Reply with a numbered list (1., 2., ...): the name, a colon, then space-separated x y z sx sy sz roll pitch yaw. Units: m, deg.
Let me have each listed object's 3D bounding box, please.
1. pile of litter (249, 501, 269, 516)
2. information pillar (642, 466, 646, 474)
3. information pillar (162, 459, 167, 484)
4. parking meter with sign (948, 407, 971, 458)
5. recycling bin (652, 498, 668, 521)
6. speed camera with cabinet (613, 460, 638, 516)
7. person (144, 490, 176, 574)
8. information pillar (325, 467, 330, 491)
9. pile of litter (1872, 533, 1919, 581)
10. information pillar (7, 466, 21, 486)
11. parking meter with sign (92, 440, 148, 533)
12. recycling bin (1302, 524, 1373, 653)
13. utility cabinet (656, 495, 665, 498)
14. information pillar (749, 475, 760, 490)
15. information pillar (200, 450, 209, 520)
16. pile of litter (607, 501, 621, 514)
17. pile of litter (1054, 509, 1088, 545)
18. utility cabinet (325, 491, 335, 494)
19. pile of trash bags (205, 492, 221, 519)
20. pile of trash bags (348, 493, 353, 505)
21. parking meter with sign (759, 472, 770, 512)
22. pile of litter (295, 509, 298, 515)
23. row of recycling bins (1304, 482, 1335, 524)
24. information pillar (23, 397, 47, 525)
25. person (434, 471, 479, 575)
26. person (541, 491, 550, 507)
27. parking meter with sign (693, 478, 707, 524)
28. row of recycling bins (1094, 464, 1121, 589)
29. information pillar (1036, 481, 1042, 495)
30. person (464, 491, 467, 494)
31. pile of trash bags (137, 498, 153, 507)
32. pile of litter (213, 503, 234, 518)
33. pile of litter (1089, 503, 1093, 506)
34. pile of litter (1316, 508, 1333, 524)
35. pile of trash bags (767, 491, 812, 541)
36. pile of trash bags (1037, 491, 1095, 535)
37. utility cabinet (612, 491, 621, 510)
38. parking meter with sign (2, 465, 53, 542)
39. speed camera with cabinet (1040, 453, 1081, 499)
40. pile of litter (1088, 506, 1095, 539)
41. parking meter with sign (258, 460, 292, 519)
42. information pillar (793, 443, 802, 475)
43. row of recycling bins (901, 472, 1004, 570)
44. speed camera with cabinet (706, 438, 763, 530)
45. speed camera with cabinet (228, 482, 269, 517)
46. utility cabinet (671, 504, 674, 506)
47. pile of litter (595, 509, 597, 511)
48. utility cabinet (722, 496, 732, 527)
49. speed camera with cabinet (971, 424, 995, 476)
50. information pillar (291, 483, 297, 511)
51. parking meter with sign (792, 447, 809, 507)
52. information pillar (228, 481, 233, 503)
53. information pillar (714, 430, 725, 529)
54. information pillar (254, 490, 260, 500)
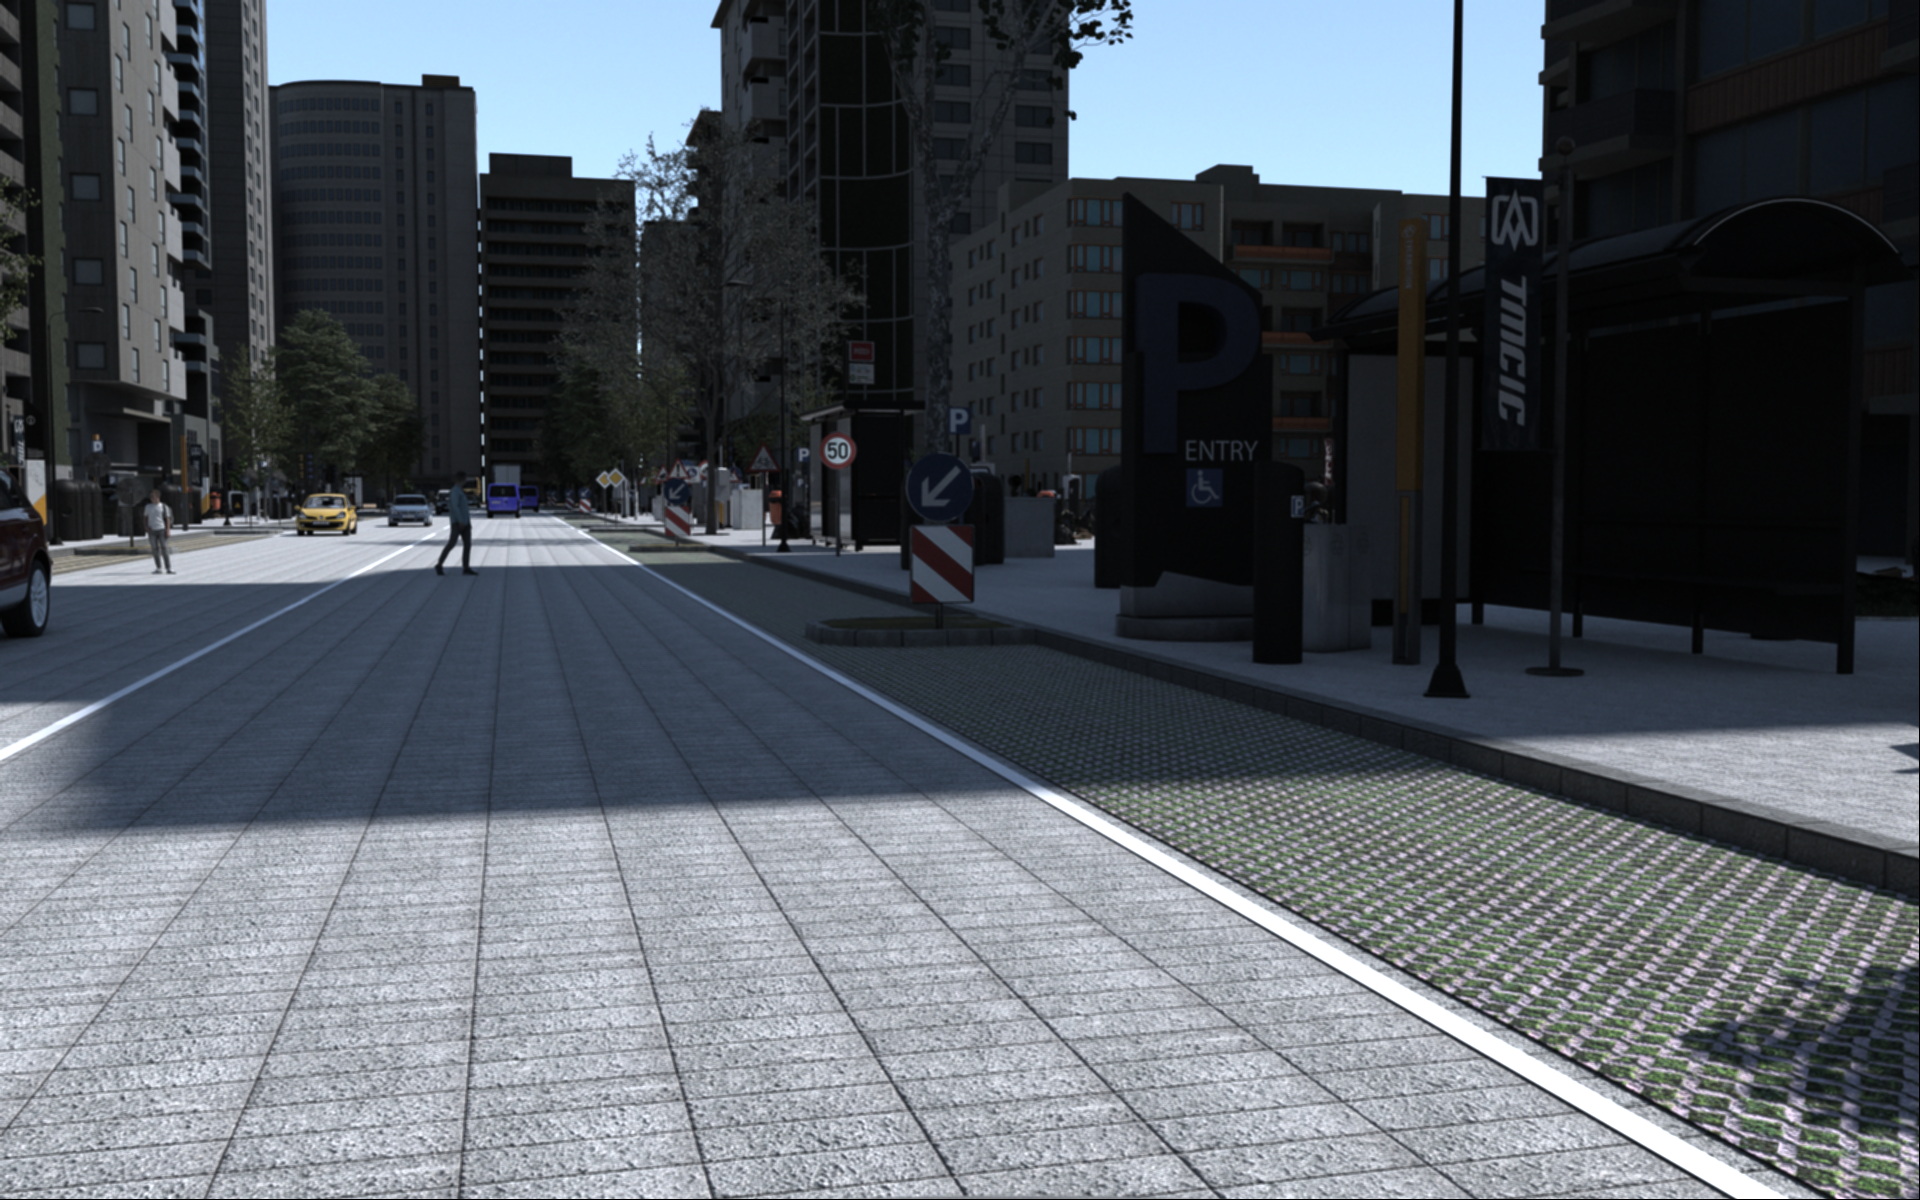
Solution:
1. pile of litter: -41.362 -5.390 102.087 1.176 0.858 1.719 0 4 -4
2. information pillar: -26.331 -9.347 144.183 0.183 3.616 0.504 2 4 27
3. information pillar: -53.349 -7.633 116.160 0.504 3.616 0.183 3 5 44
4. parking meter with sign: -0.379 -2.397 35.459 0.543 3.016 1.738 -2 4 -24
5. recycling bin: -14.192 -4.281 82.545 0.722 1.027 0.722 -1 4 -18
6. speed camera with cabinet: -19.324 -6.467 100.064 0.660 3.252 2.038 1 4 16
7. person: -14.402 -1.229 31.190 0.503 1.515 0.523 -3 5 -41
8. information pillar: -51.397 -9.129 140.617 0.504 3.616 0.183 1 4 14
9. pile of litter: 12.589 -0.548 22.933 1.719 0.858 1.176 0 4 -5
10. information pillar: -24.688 -2.492 45.243 0.304 2.012 0.304 -2 4 -29
11. parking meter with sign: -27.484 -3.705 56.845 0.543 3.016 1.738 2 4 27
12. recycling bin: 2.934 -0.113 14.399 0.722 1.027 0.722 -3 5 -43
13. utility cabinet: -17.730 -5.670 103.862 1.020 1.237 0.306 -1 4 -15
14. information pillar: -7.751 -3.727 65.421 0.304 2.012 0.304 1 4 19
15. information pillar: -37.614 -5.799 86.168 0.504 3.616 0.183 1 4 18
16. pile of litter: -22.179 -6.035 112.634 1.719 0.858 1.176 1 4 21
17. pile of litter: 2.193 -1.839 44.040 1.719 0.858 1.176 2 4 23
18. utility cabinet: -51.107 -8.036 140.067 1.173 1.500 0.318 -3 5 -43
19. pile of trash bags: -39.300 -4.865 89.294 1.912 1.369 3.447 1 4 12
20. pile of trash bags: -46.477 -7.274 128.684 1.912 1.369 3.447 2 4 32
21. parking meter with sign: -14.255 -7.995 126.978 0.543 3.016 1.738 2 4 25
22. pile of litter: -42.027 -5.725 107.563 1.719 0.858 1.176 1 4 20
23. row of recycling bins: 13.569 -3.255 60.334 3.534 1.692 1.069 -1 4 -17
24. information pillar: -22.382 -3.090 41.881 0.183 3.616 0.504 2 4 26
25. person: -8.889 -1.360 30.595 0.748 1.841 0.638 1 4 10
26. person: -45.167 -11.003 189.115 1.217 1.743 0.721 -3 5 -42
27. parking meter with sign: -10.795 -4.762 74.114 0.543 3.016 1.738 1 4 11
28. row of recycling bins: 3.203 -1.076 24.706 3.534 1.692 1.069 -3 5 -44
29. information pillar: 4.565 -5.832 99.849 0.304 2.012 0.304 0 4 -8
30. person: -55.078 -11.287 193.184 0.705 1.807 1.348 3 4 36
31. pile of trash bags: -48.797 -5.750 103.766 3.447 1.369 1.912 0 4 -5
32. pile of litter: -39.829 -4.856 93.357 1.176 0.858 1.719 1 4 18
33. pile of litter: 6.046 -4.073 80.566 1.719 0.858 1.176 0 4 -6
34. pile of litter: 10.854 -2.349 52.374 1.719 0.858 1.176 1 4 17
35. pile of trash bags: -4.530 -2.405 49.067 1.912 1.369 3.447 1 4 19
36. pile of trash bags: 4.088 -2.724 54.287 3.447 1.369 1.912 0 4 0
37. utility cabinet: -23.592 -6.836 120.449 1.173 1.500 0.318 -3 4 -36
38. parking meter with sign: -25.083 -3.037 45.912 1.738 3.016 0.543 -1 4 -22
39. speed camera with cabinet: 4.778 -5.383 82.340 2.038 3.252 0.660 -2 4 -35
40. pile of litter: 3.334 -2.176 49.544 1.176 0.858 1.719 2 4 33
41. parking meter with sign: -35.014 -5.651 88.661 1.738 3.016 0.543 1 4 21
42. information pillar: -7.419 -5.376 79.247 0.183 3.616 0.504 3 4 36
43. row of recycling bins: -0.140 -1.443 30.701 1.069 1.692 3.534 1 4 21
44. speed camera with cabinet: -8.055 -4.133 61.907 2.038 3.252 0.660 -3 5 -40
45. speed camera with cabinet: -39.322 -6.201 95.721 2.038 3.252 0.660 -1 4 -18
46. utility cabinet: -15.081 -5.049 91.226 0.318 1.500 1.173 0 4 -5
47. pile of litter: -27.355 -7.258 132.626 1.176 0.858 1.719 2 4 33
48. utility cabinet: -9.772 -3.908 75.065 1.020 1.237 0.306 0 4 -7
49. speed camera with cabinet: -0.048 -3.349 49.098 2.038 3.252 0.660 0 4 -2
50. information pillar: -46.032 -7.049 119.747 0.304 2.012 0.304 -1 4 -16
51. parking meter with sign: -6.066 -4.245 65.667 0.543 3.016 1.738 -1 4 -15
52. information pillar: -40.755 -5.641 96.727 0.304 2.012 0.304 -1 4 -16
53. information pillar: -8.820 -4.374 62.868 0.504 3.616 0.183 0 4 -3
54. information pillar: -54.540 -7.941 134.332 0.304 2.012 0.304 0 4 3
